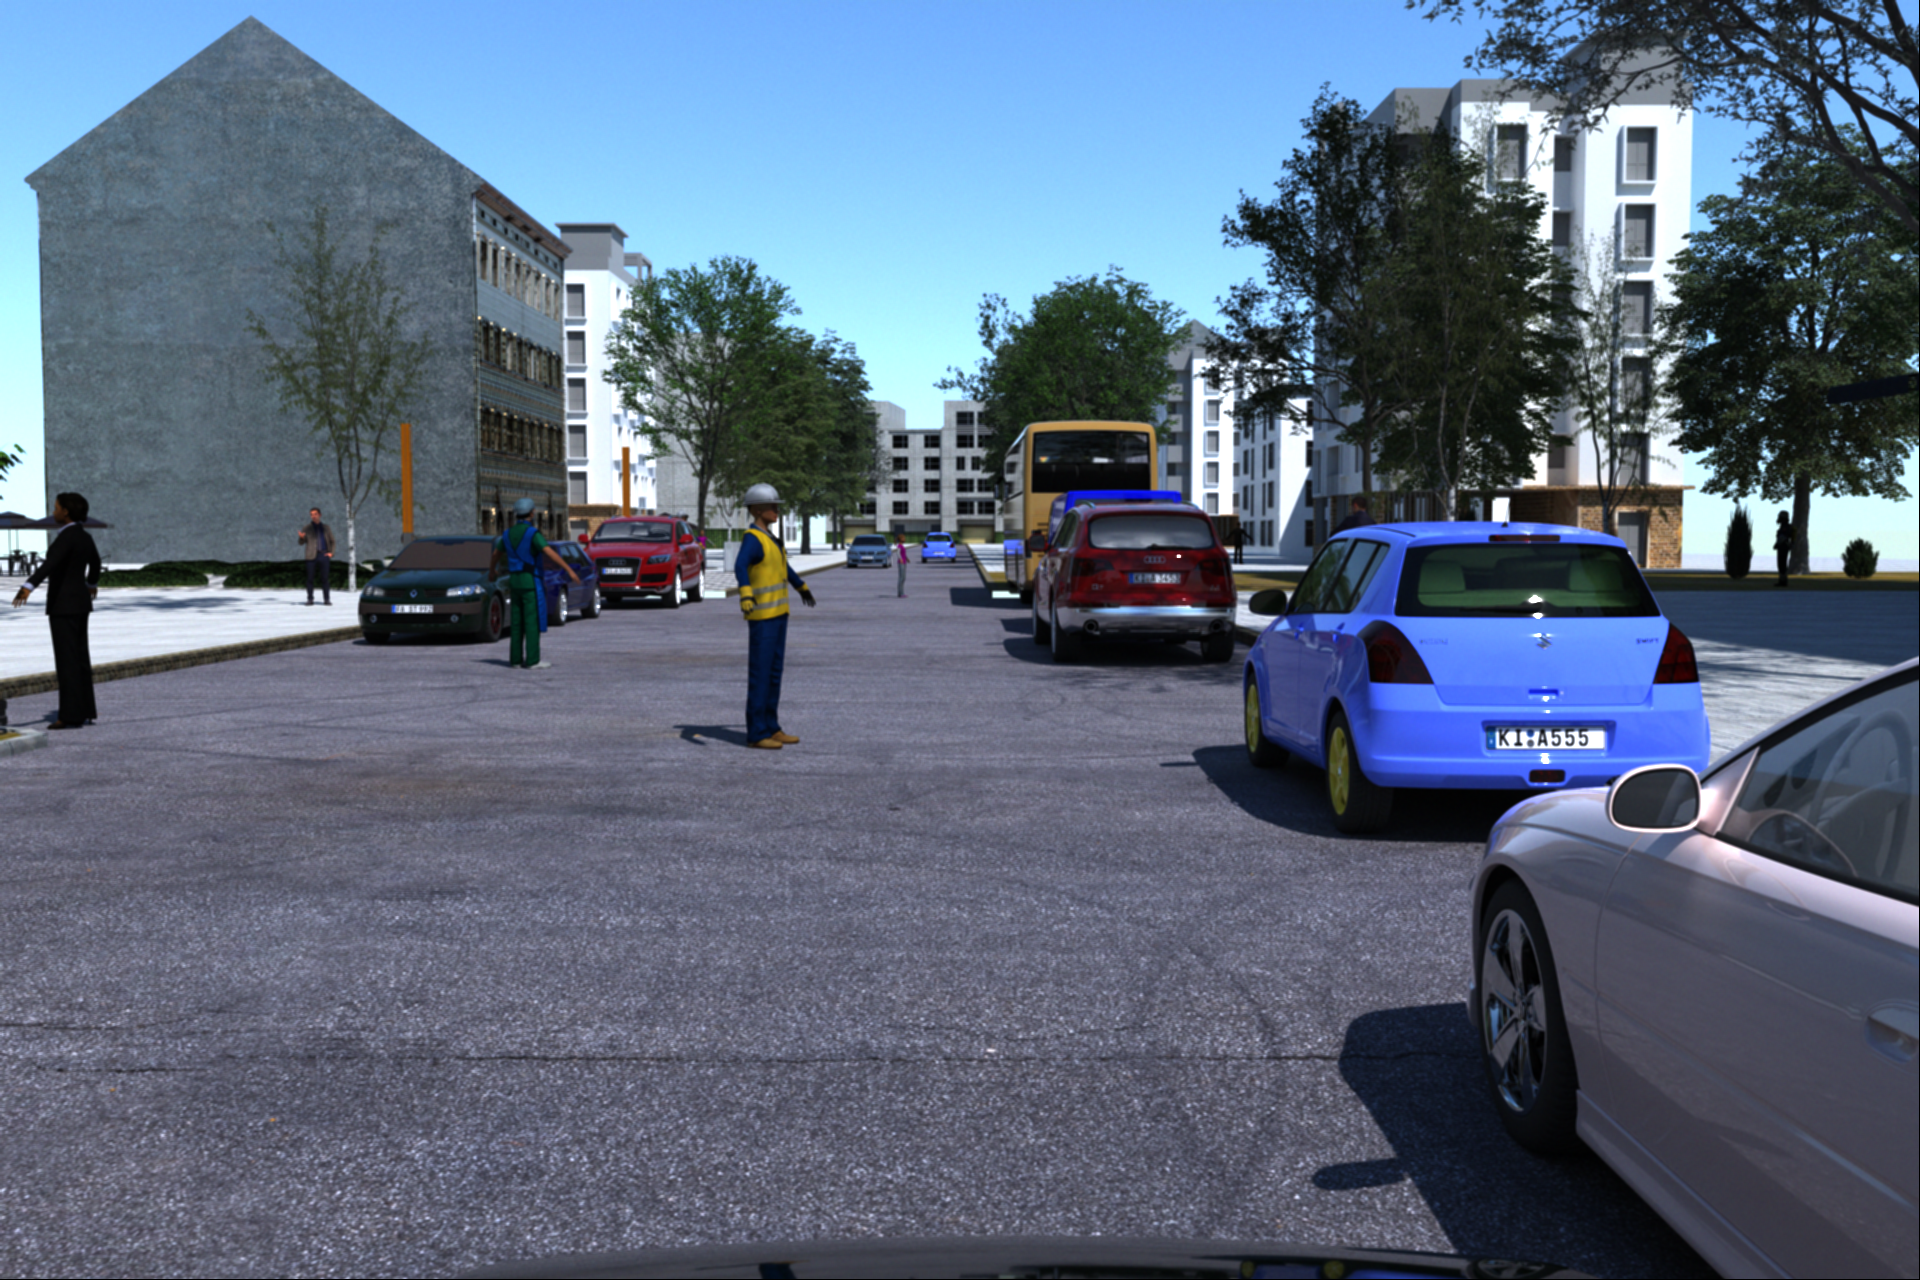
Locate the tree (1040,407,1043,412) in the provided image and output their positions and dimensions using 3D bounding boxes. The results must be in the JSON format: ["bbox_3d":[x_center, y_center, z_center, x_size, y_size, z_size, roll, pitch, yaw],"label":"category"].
[{"bbox_3d":[5.077,-8.698,92.581,4.360,8.622,3.978,0,3,0],"label":"tree"}]

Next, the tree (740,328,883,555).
[{"bbox_3d":[-9.753,-12.323,108.140,9.857,13.997,8.962,0,3,0],"label":"tree"}]

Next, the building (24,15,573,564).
[{"bbox_3d":[-30.147,-15.419,83.037,19.493,23.208,18.063,0,4,-1],"label":"building"}]

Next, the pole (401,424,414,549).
[{"bbox_3d":[-10.236,-2.340,32.109,0.158,3.312,0.155,0,3,0],"label":"pole"}]

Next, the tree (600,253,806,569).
[{"bbox_3d":[-9.375,-8.429,63.564,9.928,11.665,9.643,0,3,0],"label":"tree"}]

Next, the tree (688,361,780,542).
[{"bbox_3d":[-9.923,-7.545,73.722,4.360,8.622,3.978,0,3,0],"label":"tree"}]

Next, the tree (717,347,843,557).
[{"bbox_3d":[-10.074,-10.427,96.239,9.928,11.665,9.643,0,3,0],"label":"tree"}]

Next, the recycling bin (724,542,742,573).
[{"bbox_3d":[-7.486,-2.771,57.861,0.722,1.027,0.722,0,4,1],"label":"recycling bin"}]

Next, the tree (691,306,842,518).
[{"bbox_3d":[-9.727,-10.266,85.970,7.486,12.596,7.792,0,3,0],"label":"tree"}]

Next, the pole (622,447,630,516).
[{"bbox_3d":[-7.814,-2.860,40.606,0.158,3.312,0.155,0,3,0],"label":"pole"}]

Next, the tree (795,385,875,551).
[{"bbox_3d":[-9.822,-13.046,131.436,7.486,12.596,7.792,0,3,0],"label":"tree"}]

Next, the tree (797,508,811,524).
[{"bbox_3d":[-20.406,-17.457,235.781,4.360,8.622,3.978,0,3,0],"label":"tree"}]

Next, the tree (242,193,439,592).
[{"bbox_3d":[-13.428,-5.368,38.135,4.360,8.622,3.978,0,3,0],"label":"tree"}]

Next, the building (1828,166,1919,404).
[{"bbox_3d":[25.079,-17.298,28.942,12.429,33.558,17.177,0,4,0],"label":"building"}]

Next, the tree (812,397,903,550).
[{"bbox_3d":[-9.811,-14.205,142.623,12.009,13.543,11.850,0,3,0],"label":"tree"}]

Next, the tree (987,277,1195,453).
[{"bbox_3d":[5.109,-8.759,68.969,9.928,11.665,9.643,0,3,0],"label":"tree"}]

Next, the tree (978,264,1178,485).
[{"bbox_3d":[5.600,-10.770,82.741,9.857,13.997,8.962,0,3,0],"label":"tree"}]

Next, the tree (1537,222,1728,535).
[{"bbox_3d":[15.417,-5.568,41.392,4.360,8.622,3.978,0,3,0],"label":"tree"}]

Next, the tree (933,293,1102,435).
[{"bbox_3d":[4.416,-17.224,137.508,12.611,20.169,13.585,0,3,0],"label":"tree"}]

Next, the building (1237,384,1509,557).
[{"bbox_3d":[22.352,-9.473,97.037,9.099,9.664,28.070,0,4,0],"label":"building"}]

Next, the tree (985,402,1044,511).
[{"bbox_3d":[5.285,-12.584,123.870,7.486,12.596,7.792,0,3,0],"label":"tree"}]

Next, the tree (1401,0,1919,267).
[{"bbox_3d":[8.496,-6.343,14.074,12.009,13.543,11.850,0,3,0],"label":"tree"}]

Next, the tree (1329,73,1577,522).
[{"bbox_3d":[7.958,-4.749,28.013,4.360,8.622,3.978,0,3,0],"label":"tree"}]

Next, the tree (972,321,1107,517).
[{"bbox_3d":[5.309,-11.976,102.462,9.857,13.997,8.962,0,3,0],"label":"tree"}]

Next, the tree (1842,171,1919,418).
[{"bbox_3d":[25.799,-7.138,42.458,9.928,11.665,9.643,0,3,0],"label":"tree"}]

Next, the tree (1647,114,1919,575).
[{"bbox_3d":[26.431,-9.016,54.074,9.857,13.997,8.962,0,3,0],"label":"tree"}]

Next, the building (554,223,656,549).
[{"bbox_3d":[-25.943,-15.303,106.622,16.016,20.090,11.380,0,4,0],"label":"building"}]

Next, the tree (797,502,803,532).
[{"bbox_3d":[-21.242,-17.141,230.621,4.737,8.622,4.395,0,3,0],"label":"tree"}]

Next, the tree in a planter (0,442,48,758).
[{"bbox_3d":[-7.133,-0.847,11.078,1.991,3.239,1.994,0,4,0],"label":"tree in a planter"}]

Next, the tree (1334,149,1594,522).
[{"bbox_3d":[14.863,-8.179,51.859,7.486,12.596,7.792,0,3,0],"label":"tree"}]

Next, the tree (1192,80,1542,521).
[{"bbox_3d":[8.359,-6.228,36.244,7.601,10.594,8.767,1,4,9],"label":"tree"}]
